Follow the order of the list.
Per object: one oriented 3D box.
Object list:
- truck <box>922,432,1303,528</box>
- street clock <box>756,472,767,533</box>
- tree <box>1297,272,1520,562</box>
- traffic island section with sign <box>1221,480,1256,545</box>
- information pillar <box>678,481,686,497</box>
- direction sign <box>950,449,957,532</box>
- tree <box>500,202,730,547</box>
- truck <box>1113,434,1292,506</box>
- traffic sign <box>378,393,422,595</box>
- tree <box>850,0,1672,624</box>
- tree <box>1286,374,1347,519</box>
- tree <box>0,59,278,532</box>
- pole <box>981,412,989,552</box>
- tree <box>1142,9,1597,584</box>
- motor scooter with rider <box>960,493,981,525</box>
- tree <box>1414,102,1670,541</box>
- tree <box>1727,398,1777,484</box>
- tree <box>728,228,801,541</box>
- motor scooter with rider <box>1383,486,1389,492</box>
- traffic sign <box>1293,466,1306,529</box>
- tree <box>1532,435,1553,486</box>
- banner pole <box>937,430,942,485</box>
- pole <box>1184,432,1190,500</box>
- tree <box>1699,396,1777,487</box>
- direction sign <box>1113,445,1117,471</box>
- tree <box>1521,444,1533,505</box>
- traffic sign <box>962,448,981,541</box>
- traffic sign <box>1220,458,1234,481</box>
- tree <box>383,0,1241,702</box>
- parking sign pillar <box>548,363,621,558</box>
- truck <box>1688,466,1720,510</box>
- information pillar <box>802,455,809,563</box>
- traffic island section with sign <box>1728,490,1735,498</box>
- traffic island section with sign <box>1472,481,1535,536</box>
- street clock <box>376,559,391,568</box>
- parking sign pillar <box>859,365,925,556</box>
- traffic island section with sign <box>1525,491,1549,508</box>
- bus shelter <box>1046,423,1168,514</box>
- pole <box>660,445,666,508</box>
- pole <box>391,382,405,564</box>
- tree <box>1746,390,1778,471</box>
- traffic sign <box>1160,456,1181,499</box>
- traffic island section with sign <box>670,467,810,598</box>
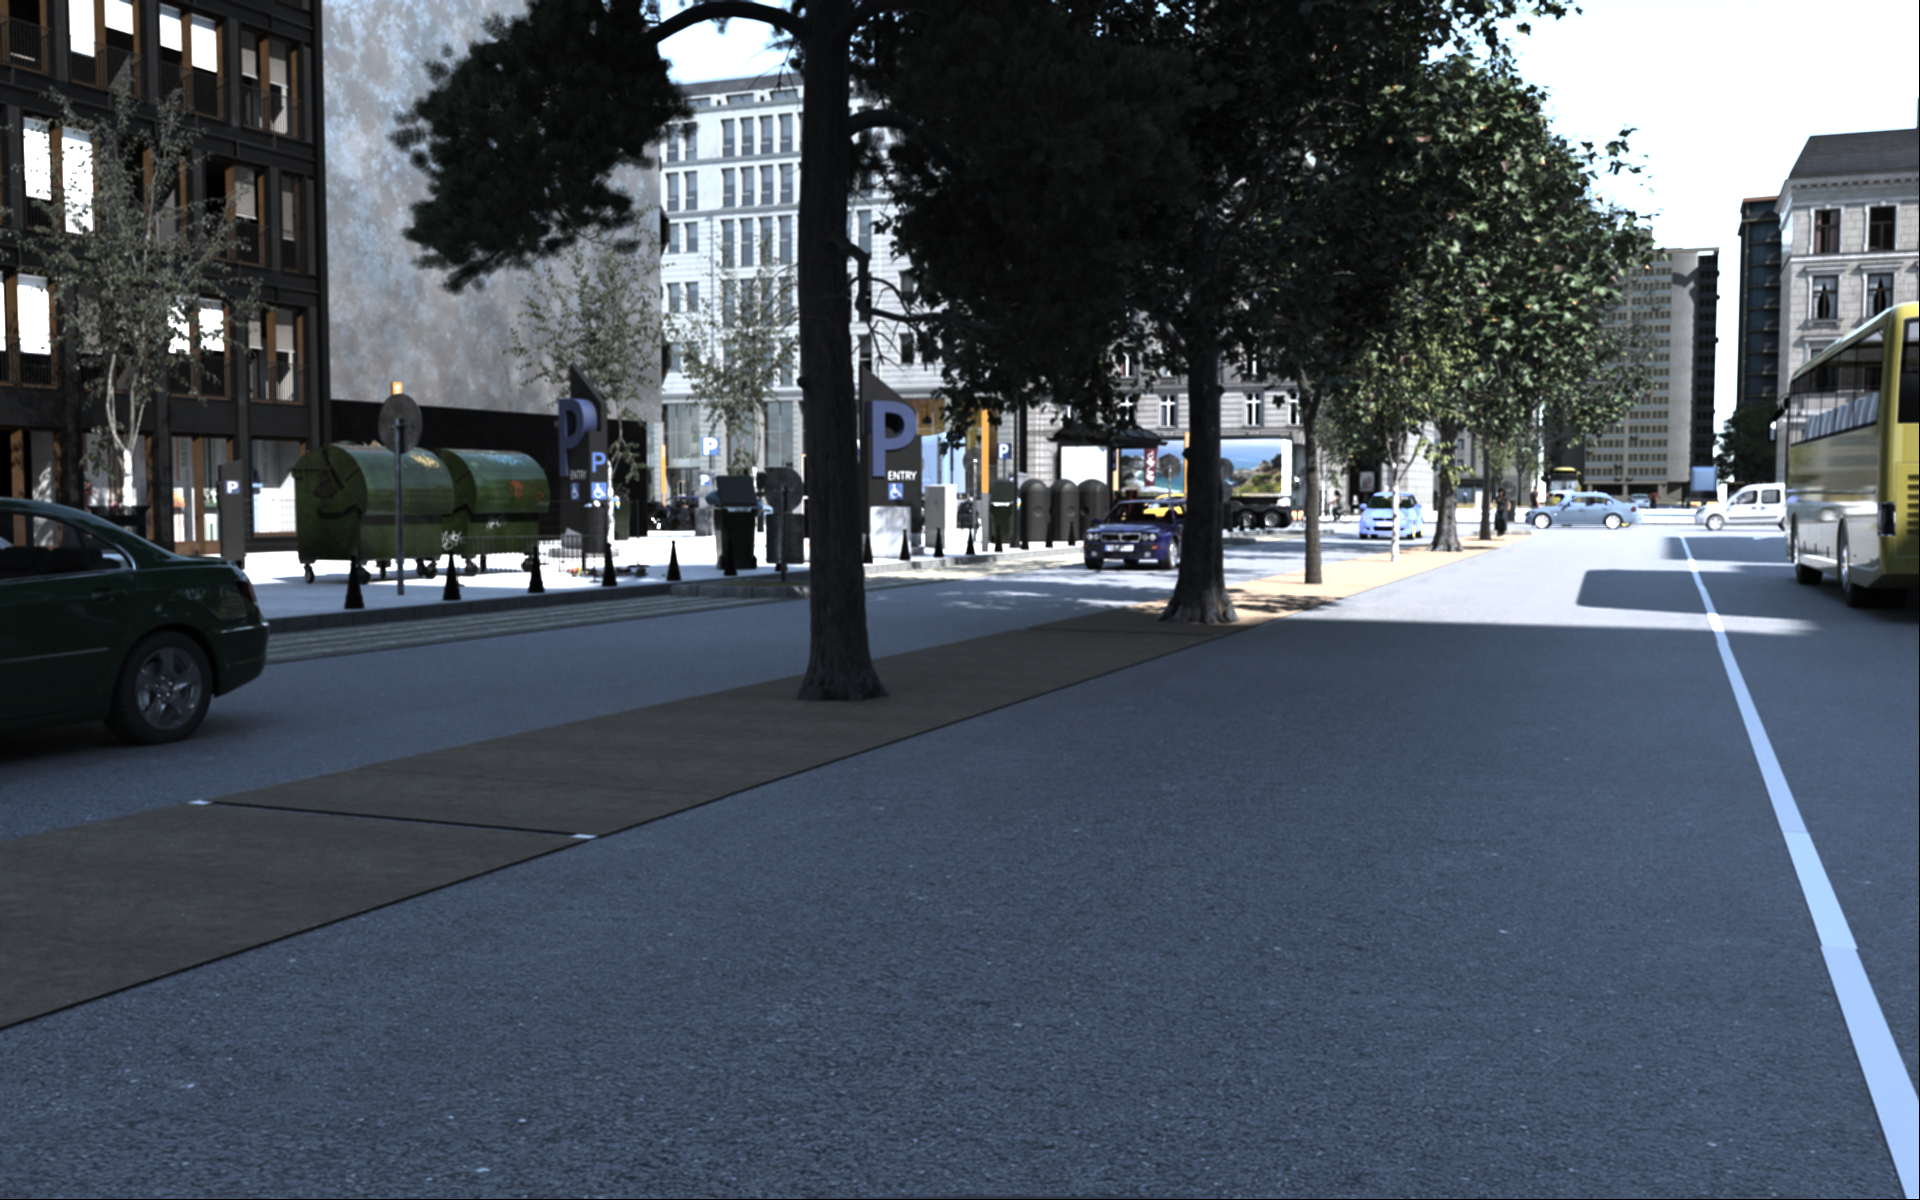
[{"bbox_3d":[5.093,-5.154,74.020,18.799,4.110,2.967,1,4,22],"label":"truck"},{"bbox_3d":[-6.630,-3.236,57.485,0.358,2.002,0.471,3,4,38],"label":"street clock"},{"bbox_3d":[9.041,-5.071,35.737,4.737,8.622,4.395,0,3,0],"label":"tree"},{"bbox_3d":[7.412,-2.510,49.663,1.989,1.847,2.006,1,4,22],"label":"traffic island section with sign"},{"bbox_3d":[-15.887,-5.781,99.006,0.304,2.012,0.304,1,4,22],"label":"information pillar"},{"bbox_3d":[-0.272,-4.037,58.007,0.379,3.537,0.876,0,4,-5],"label":"direction sign"},{"bbox_3d":[-8.551,-5.569,41.423,4.360,8.622,3.978,0,3,0],"label":"tree"},{"bbox_3d":[10.319,-5.841,84.406,11.283,4.237,2.839,1,4,21],"label":"truck"},{"bbox_3d":[-7.105,-1.335,21.927,0.768,2.556,0.104,2,4,29],"label":"traffic sign"},{"bbox_3d":[2.765,-6.103,19.244,9.611,12.733,9.660,0,3,0],"label":"tree"},{"bbox_3d":[19.250,-8.573,90.536,4.360,8.622,3.978,0,3,0],"label":"tree"},{"bbox_3d":[-14.505,-4.894,30.376,4.360,8.622,3.978,0,3,0],"label":"tree"},{"bbox_3d":[0.550,-2.707,38.101,0.158,3.312,0.155,0,3,0],"label":"pole"},{"bbox_3d":[5.762,-5.541,27.473,8.767,10.594,7.601,1,4,22],"label":"tree"},{"bbox_3d":[0.162,-4.288,79.077,1.986,1.779,0.876,2,4,23],"label":"motor scooter with rider"},{"bbox_3d":[16.136,-8.558,52.743,12.009,13.543,11.850,0,3,0],"label":"tree"},{"bbox_3d":[85.229,-15.783,183.803,9.928,11.665,9.643,0,3,0],"label":"tree"},{"bbox_3d":[-5.895,-5.929,47.309,4.360,8.622,3.978,0,3,0],"label":"tree"},{"bbox_3d":[16.247,-3.431,65.054,1.986,1.779,0.876,2,4,24],"label":"motor scooter with rider"},{"bbox_3d":[12.495,-3.627,62.949,0.795,2.450,0.064,1,4,22],"label":"traffic sign"},{"bbox_3d":[67.991,-15.609,205.570,4.737,8.622,4.395,0,3,0],"label":"tree"},{"bbox_3d":[-0.788,-4.740,67.522,0.401,3.779,0.863,-1,4,-14],"label":"banner pole"},{"bbox_3d":[7.501,-3.884,57.346,0.158,3.312,0.155,0,3,0],"label":"pole"},{"bbox_3d":[92.103,-17.474,202.709,9.611,12.733,9.660,0,3,0],"label":"tree"},{"bbox_3d":[4.902,-4.072,58.574,0.876,3.537,0.379,2,4,35],"label":"direction sign"},{"bbox_3d":[48.978,-12.690,157.841,4.737,8.622,4.395,0,3,0],"label":"tree"},{"bbox_3d":[0.404,-2.900,47.513,0.768,2.556,0.104,2,4,23],"label":"traffic sign"},{"bbox_3d":[9.249,-3.726,61.034,0.768,2.556,0.104,1,4,23],"label":"traffic sign"},{"bbox_3d":[-0.922,-5.341,11.836,6.751,12.117,7.091,0,3,0],"label":"tree"},{"bbox_3d":[-7.642,-2.855,35.147,1.447,3.967,1.447,-3,5,-40],"label":"parking sign pillar"},{"bbox_3d":[70.212,-10.621,163.414,2.967,4.110,18.799,1,4,23],"label":"truck"},{"bbox_3d":[-2.786,-1.705,32.364,0.304,2.012,0.304,0,4,2],"label":"information pillar"},{"bbox_3d":[84.766,-11.133,190.650,1.989,1.847,2.006,1,4,22],"label":"traffic island section with sign"},{"bbox_3d":[19.062,-3.209,60.603,2.006,1.907,1.989,1,4,22],"label":"traffic island section with sign"},{"bbox_3d":[-10.037,-1.562,30.103,0.471,2.002,0.358,1,4,15],"label":"street clock"},{"bbox_3d":[-1.459,-2.934,36.450,1.447,3.967,1.447,-2,4,-32],"label":"parking sign pillar"},{"bbox_3d":[57.227,-9.993,172.006,1.989,1.847,2.006,1,4,22],"label":"traffic island section with sign"},{"bbox_3d":[4.386,-3.480,50.821,2.014,3.302,5.546,1,4,22],"label":"bus shelter"},{"bbox_3d":[-12.389,-4.798,72.283,0.158,3.312,0.155,0,3,0],"label":"pole"},{"bbox_3d":[-10.296,-2.317,31.728,0.158,3.312,0.155,0,3,0],"label":"pole"},{"bbox_3d":[68.890,-12.734,142.610,7.601,10.594,8.767,-3,5,-40],"label":"tree"},{"bbox_3d":[6.964,-3.514,57.554,0.768,2.556,0.104,2,4,30],"label":"traffic sign"},{"bbox_3d":[-2.769,-0.983,24.697,1.989,1.847,2.006,1,4,22],"label":"traffic island section with sign"}]
